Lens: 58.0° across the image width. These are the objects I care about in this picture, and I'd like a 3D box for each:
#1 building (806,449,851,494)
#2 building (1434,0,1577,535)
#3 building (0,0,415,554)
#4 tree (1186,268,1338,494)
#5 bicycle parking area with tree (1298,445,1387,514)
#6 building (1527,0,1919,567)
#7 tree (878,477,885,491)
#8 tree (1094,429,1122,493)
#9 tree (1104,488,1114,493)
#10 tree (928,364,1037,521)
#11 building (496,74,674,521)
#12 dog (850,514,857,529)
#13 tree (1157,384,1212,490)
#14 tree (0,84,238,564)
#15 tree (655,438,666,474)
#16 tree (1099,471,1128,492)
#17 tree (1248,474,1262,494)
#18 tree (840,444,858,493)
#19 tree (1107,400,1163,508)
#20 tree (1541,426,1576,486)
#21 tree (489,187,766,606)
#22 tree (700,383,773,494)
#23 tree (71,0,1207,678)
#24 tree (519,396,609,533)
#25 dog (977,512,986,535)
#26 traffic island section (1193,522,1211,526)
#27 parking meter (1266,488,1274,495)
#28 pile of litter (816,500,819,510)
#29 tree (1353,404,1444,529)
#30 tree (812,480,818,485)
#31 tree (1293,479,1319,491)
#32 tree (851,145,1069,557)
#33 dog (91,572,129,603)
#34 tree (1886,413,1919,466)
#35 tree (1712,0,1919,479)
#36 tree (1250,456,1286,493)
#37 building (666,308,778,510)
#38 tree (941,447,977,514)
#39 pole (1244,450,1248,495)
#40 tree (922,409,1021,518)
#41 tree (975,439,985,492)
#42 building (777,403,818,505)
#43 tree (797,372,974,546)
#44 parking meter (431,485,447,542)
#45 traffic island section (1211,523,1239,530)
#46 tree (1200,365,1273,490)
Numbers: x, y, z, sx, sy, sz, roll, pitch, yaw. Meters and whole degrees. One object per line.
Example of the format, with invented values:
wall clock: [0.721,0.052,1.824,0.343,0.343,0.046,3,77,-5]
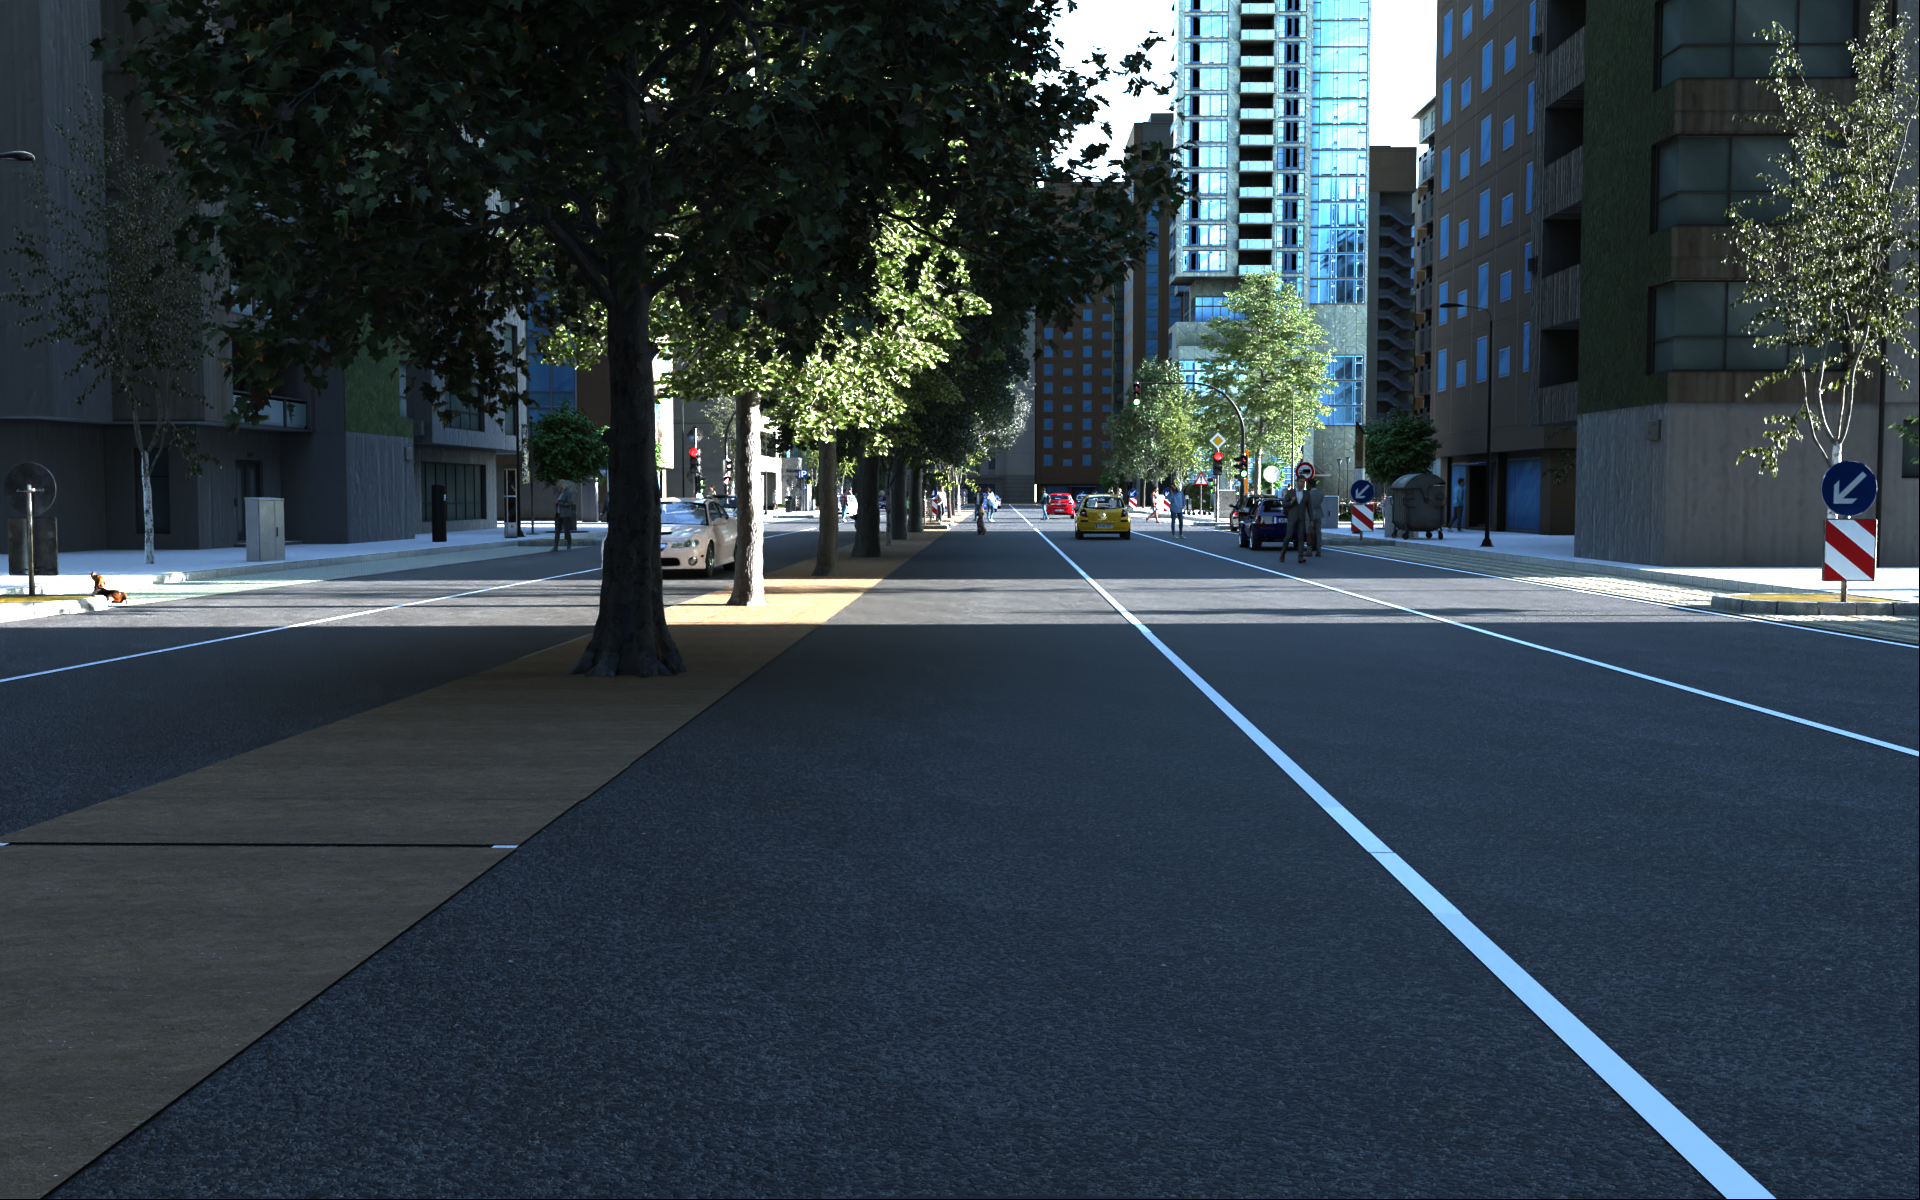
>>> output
building: [-26.609,-38.128,212.635,27.495,52.752,28.713,0,4,1]
building: [25.038,-25.012,59.060,14.600,45.320,14.200,0,4,1]
building: [-22.789,-21.904,41.731,14.154,41.232,14.086,0,4,1]
tree: [15.457,-10.346,87.288,7.486,12.596,7.792,0,3,0]
bicycle parking area with tree: [21.712,-6.821,98.518,8.231,4.147,9.016,0,4,2]
building: [19.572,-16.183,36.288,14.160,30.474,14.107,0,4,1]
tree: [-10.152,-13.435,203.367,4.285,4.588,4.351,0,3,0]
tree: [15.745,-13.748,175.149,4.360,8.622,3.978,0,3,0]
tree: [17.135,-12.496,198.917,1.663,3.219,1.824,0,3,0]
tree: [-1.073,-10.839,90.043,12.009,13.543,11.850,0,3,0]
building: [-22.905,-26.762,87.670,14.600,45.320,14.200,0,4,1]
dog: [-2.967,-2.253,53.673,0.800,0.831,0.513,3,5,42]
tree: [14.988,-10.159,116.457,4.737,8.622,4.395,0,3,0]
tree: [-14.918,-4.955,31.379,4.360,8.622,3.978,0,3,0]
tree: [-13.886,-5.389,71.830,4.285,4.588,4.351,0,3,0]
tree: [17.058,-12.739,192.003,4.285,4.588,4.351,0,3,0]
tree: [24.470,-9.060,142.734,1.663,3.219,1.824,0,3,0]
tree: [-11.254,-13.749,175.159,4.360,8.622,3.978,0,3,0]
tree: [16.823,-13.521,155.481,7.601,10.594,8.767,-1,4,-18]
tree: [17.862,-5.975,48.046,4.360,8.622,3.978,0,3,0]
tree: [-2.816,-6.222,22.310,7.486,12.596,7.792,0,3,0]
tree: [-12.869,-9.132,99.675,4.360,8.622,3.978,0,3,0]
tree: [-2.627,-5.762,13.667,9.611,12.733,9.660,0,3,0]
tree: [-13.242,-4.535,57.861,4.285,4.588,4.351,0,3,0]
dog: [0.666,-2.697,60.931,0.513,0.831,0.800,2,4,28]
traffic island section: [11.671,-3.439,78.510,2.009,0.180,2.903,0,4,1]
parking meter: [14.127,-4.310,78.886,0.372,1.533,0.369,0,3,0]
pile of litter: [-11.426,-7.613,138.434,1.176,0.858,1.719,-1,4,-13]
tree: [15.974,-4.855,63.086,4.285,4.588,4.351,0,3,0]
tree: [-12.145,-9.537,150.529,1.663,3.219,1.824,0,3,0]
tree: [23.191,-7.477,116.858,1.663,3.219,1.824,0,3,0]
tree: [-2.126,-7.944,38.999,9.857,13.997,8.962,0,3,0]
dog: [-11.202,-0.152,22.674,0.550,0.427,0.748,-3,4,-36]
tree: [12.578,-1.627,21.207,1.663,3.219,1.824,0,3,0]
tree: [13.198,-4.616,25.837,4.360,8.622,3.978,0,3,0]
tree: [26.436,-10.069,148.338,4.285,4.588,4.351,0,3,0]
building: [-25.506,-30.801,127.295,21.300,48.544,21.600,0,4,1]
tree: [-0.146,-10.415,123.106,4.360,8.622,3.978,0,3,0]
pole: [13.092,-5.225,79.275,0.158,3.312,0.155,0,3,0]
tree: [-0.575,-10.098,101.967,8.767,10.594,7.601,0,4,1]
tree: [-0.044,-10.770,128.903,4.737,8.622,4.395,0,3,0]
building: [-26.092,-33.619,169.279,23.786,49.044,30.456,0,4,1]
tree: [-1.915,-5.758,46.968,4.737,8.622,4.395,0,3,0]
parking meter: [-14.010,-2.334,46.573,0.372,1.533,0.369,0,3,0]
traffic island section: [11.495,-2.951,70.527,2.009,0.180,2.903,0,4,1]
tree: [15.170,-8.883,95.593,4.360,8.622,3.978,0,3,0]
